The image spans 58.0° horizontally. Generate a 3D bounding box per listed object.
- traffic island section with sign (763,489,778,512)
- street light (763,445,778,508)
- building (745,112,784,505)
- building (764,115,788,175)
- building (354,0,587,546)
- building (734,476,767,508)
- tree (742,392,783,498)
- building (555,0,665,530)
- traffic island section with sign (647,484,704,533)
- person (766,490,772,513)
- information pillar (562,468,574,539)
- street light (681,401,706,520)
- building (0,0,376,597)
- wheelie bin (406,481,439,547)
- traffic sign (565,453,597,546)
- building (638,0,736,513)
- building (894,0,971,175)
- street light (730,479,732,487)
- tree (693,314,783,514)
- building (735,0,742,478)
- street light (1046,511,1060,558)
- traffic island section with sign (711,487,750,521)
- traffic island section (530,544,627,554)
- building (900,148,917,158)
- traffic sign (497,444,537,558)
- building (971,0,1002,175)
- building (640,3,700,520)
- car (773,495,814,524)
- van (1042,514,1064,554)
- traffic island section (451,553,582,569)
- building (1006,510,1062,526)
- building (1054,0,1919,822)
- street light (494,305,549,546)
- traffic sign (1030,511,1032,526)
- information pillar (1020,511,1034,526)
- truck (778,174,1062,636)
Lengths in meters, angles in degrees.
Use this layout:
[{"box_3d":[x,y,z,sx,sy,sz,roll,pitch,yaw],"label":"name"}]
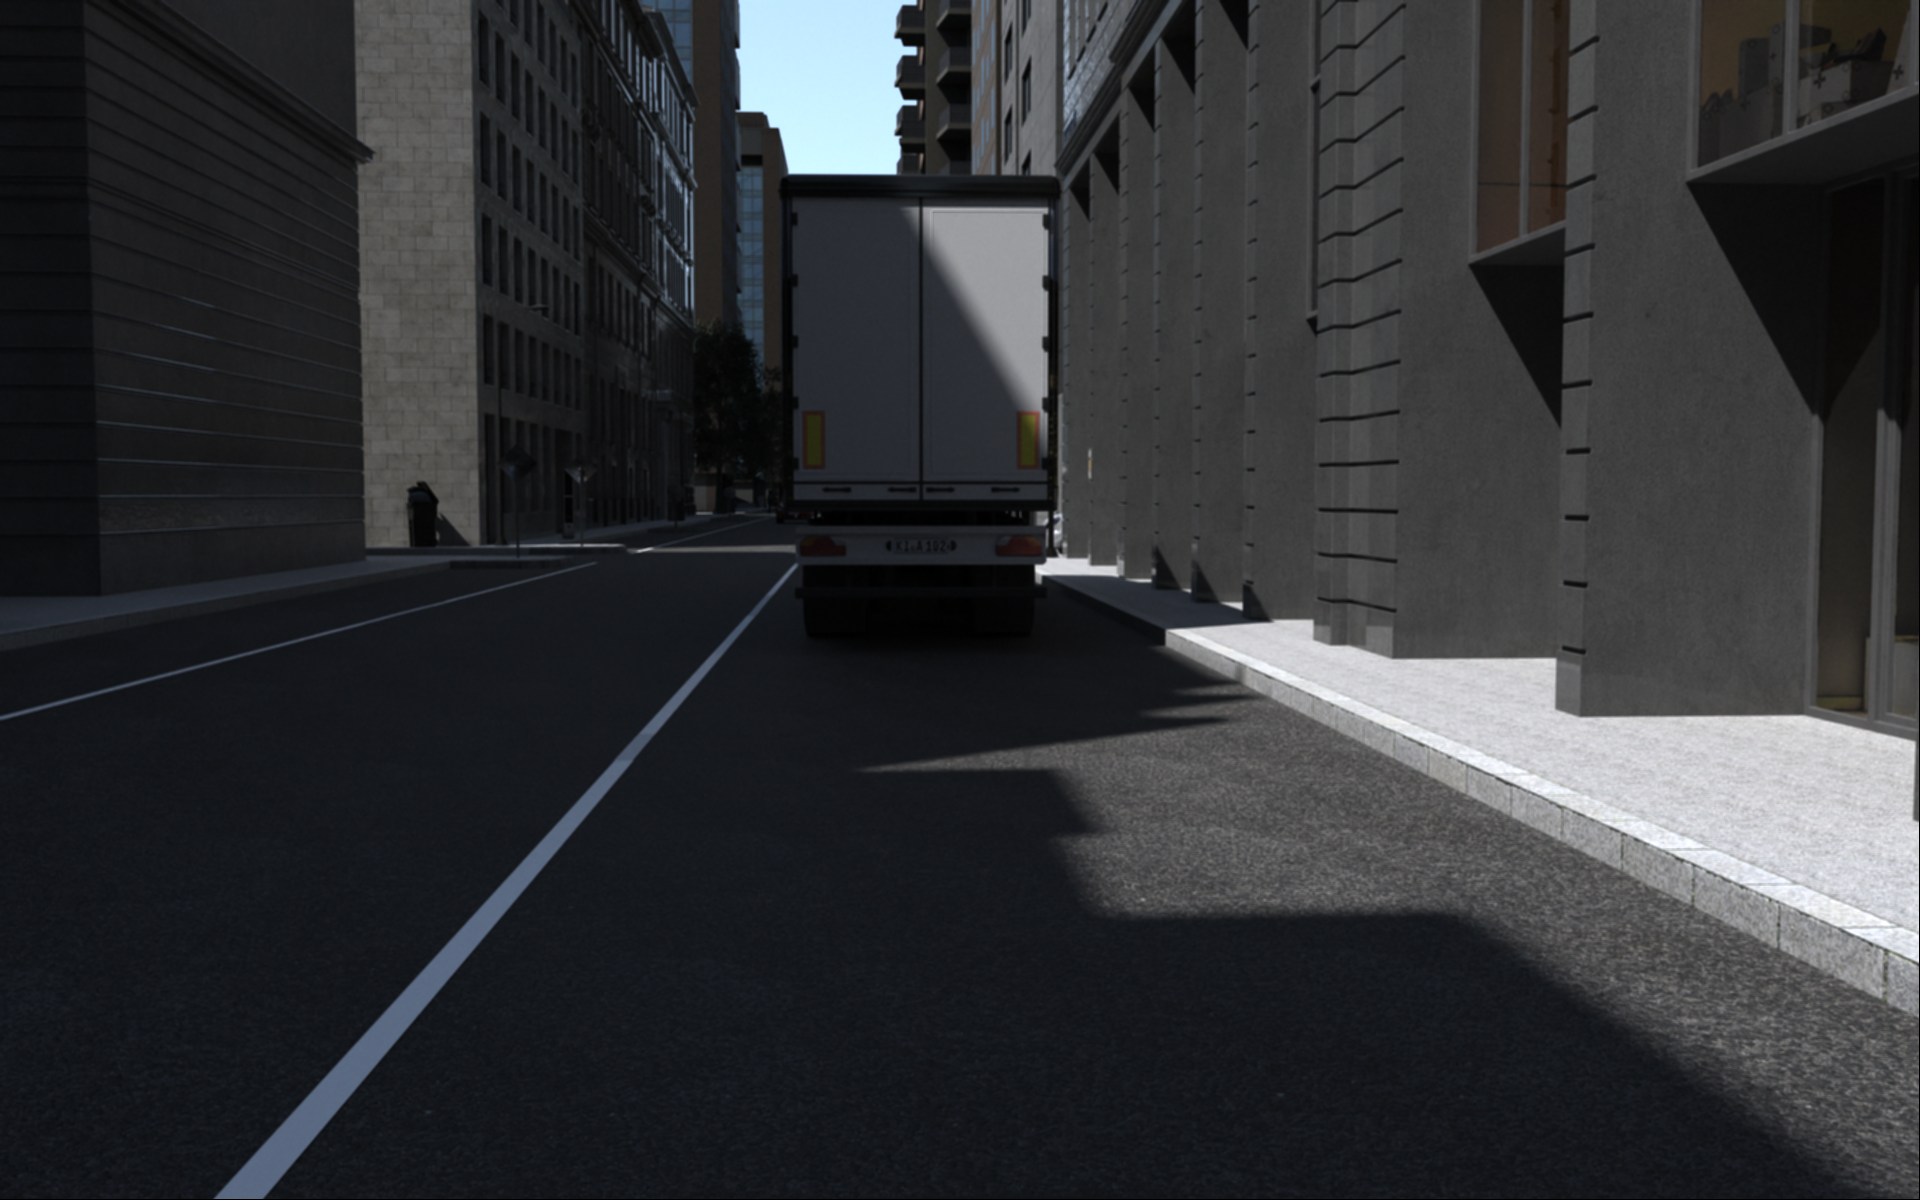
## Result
[{"box_3d":[-15.133,-8.141,141.740,1.989,1.847,2.006,0,4,-3],"label":"traffic island section with sign"},{"box_3d":[-17.878,-11.693,163.715,1.470,5.913,1.316,0,4,-3],"label":"street light"},{"box_3d":[-28.108,-34.056,206.919,14.600,45.320,14.200,0,4,-3],"label":"building"},{"box_3d":[-33.220,-36.741,224.420,21.300,48.544,21.600,0,4,-3],"label":"building"},{"box_3d":[-17.492,-11.949,50.115,10.420,20.320,16.860,0,4,-3],"label":"building"},{"box_3d":[-35.629,-29.230,169.790,32.217,40.220,23.993,0,4,-3],"label":"building"},{"box_3d":[-21.230,-16.791,192.655,7.486,12.596,7.792,0,3,0],"label":"tree"},{"box_3d":[-19.656,-16.744,71.028,12.463,27.353,25.104,0,4,-3],"label":"building"},{"box_3d":[-10.659,-3.456,65.129,1.989,1.847,2.006,0,4,-3],"label":"traffic island section with sign"},{"box_3d":[-14.359,-7.371,129.731,0.721,1.735,1.217,0,4,2],"label":"person"},{"box_3d":[-11.229,-2.759,49.609,0.304,2.012,0.304,-1,4,-20],"label":"information pillar"},{"box_3d":[-13.287,-6.946,86.107,1.470,5.913,1.316,0,4,-3],"label":"street light"},{"box_3d":[-22.642,-11.280,26.231,24.055,21.916,13.314,0,4,-3],"label":"building"},{"box_3d":[-13.014,-2.079,41.892,0.693,1.594,0.980,-2,4,-32],"label":"wheelie bin"},{"box_3d":[-9.306,-2.381,42.569,0.795,2.450,0.064,0,4,-3],"label":"traffic sign"},{"box_3d":[-23.375,-28.954,123.508,14.600,45.320,14.200,0,4,-3],"label":"building"},{"box_3d":[7.253,-27.471,103.778,22.147,44.769,28.867,0,4,-3],"label":"building"},{"box_3d":[-15.236,-8.971,119.211,1.470,5.913,1.316,0,4,-3],"label":"street light"},{"box_3d":[-15.377,-11.832,110.456,9.611,12.733,9.660,0,3,0],"label":"tree"},{"box_3d":[-32.323,-33.906,143.605,28.713,52.752,27.495,0,4,-3],"label":"building"},{"box_3d":[1.297,-3.810,34.830,1.470,5.913,1.316,0,4,-3],"label":"street light"},{"box_3d":[-12.246,-5.124,92.405,1.989,1.847,2.006,0,4,-3],"label":"traffic island section with sign"},{"box_3d":[-9.329,-1.245,42.630,2.009,0.180,2.903,0,4,-3],"label":"traffic island section"},{"box_3d":[3.432,-36.651,218.846,23.786,49.044,30.456,0,4,-3],"label":"building"},{"box_3d":[-8.841,-1.893,34.598,0.795,2.450,0.064,0,4,-3],"label":"traffic sign"},{"box_3d":[7.821,-25.779,71.603,14.600,45.320,14.200,0,4,-3],"label":"building"},{"box_3d":[-21.544,-18.812,93.483,13.634,28.700,20.117,0,4,-3],"label":"building"},{"box_3d":[-8.124,-4.684,85.625,2.155,1.783,4.494,0,4,-3],"label":"car"},{"box_3d":[3.802,-1.920,38.411,4.112,2.044,2.013,0,4,-2],"label":"van"},{"box_3d":[-8.864,-0.757,34.658,2.009,0.180,2.903,0,4,-3],"label":"traffic island section"},{"box_3d":[12.206,-37.423,50.112,20.611,71.187,20.563,0,4,-3],"label":"building"},{"box_3d":[8.311,-14.835,20.042,11.434,29.767,29.804,0,4,-3],"label":"building"},{"box_3d":[-10.791,-4.290,42.678,1.470,5.913,1.316,0,4,-3],"label":"street light"},{"box_3d":[1.437,-1.929,35.175,0.795,2.450,0.064,0,4,-3],"label":"traffic sign"},{"box_3d":[1.636,-2.317,42.369,0.304,2.012,0.304,1,4,16],"label":"information pillar"},{"box_3d":[-0.527,-1.952,20.827,2.839,4.237,11.283,0,4,-2],"label":"truck"}]
